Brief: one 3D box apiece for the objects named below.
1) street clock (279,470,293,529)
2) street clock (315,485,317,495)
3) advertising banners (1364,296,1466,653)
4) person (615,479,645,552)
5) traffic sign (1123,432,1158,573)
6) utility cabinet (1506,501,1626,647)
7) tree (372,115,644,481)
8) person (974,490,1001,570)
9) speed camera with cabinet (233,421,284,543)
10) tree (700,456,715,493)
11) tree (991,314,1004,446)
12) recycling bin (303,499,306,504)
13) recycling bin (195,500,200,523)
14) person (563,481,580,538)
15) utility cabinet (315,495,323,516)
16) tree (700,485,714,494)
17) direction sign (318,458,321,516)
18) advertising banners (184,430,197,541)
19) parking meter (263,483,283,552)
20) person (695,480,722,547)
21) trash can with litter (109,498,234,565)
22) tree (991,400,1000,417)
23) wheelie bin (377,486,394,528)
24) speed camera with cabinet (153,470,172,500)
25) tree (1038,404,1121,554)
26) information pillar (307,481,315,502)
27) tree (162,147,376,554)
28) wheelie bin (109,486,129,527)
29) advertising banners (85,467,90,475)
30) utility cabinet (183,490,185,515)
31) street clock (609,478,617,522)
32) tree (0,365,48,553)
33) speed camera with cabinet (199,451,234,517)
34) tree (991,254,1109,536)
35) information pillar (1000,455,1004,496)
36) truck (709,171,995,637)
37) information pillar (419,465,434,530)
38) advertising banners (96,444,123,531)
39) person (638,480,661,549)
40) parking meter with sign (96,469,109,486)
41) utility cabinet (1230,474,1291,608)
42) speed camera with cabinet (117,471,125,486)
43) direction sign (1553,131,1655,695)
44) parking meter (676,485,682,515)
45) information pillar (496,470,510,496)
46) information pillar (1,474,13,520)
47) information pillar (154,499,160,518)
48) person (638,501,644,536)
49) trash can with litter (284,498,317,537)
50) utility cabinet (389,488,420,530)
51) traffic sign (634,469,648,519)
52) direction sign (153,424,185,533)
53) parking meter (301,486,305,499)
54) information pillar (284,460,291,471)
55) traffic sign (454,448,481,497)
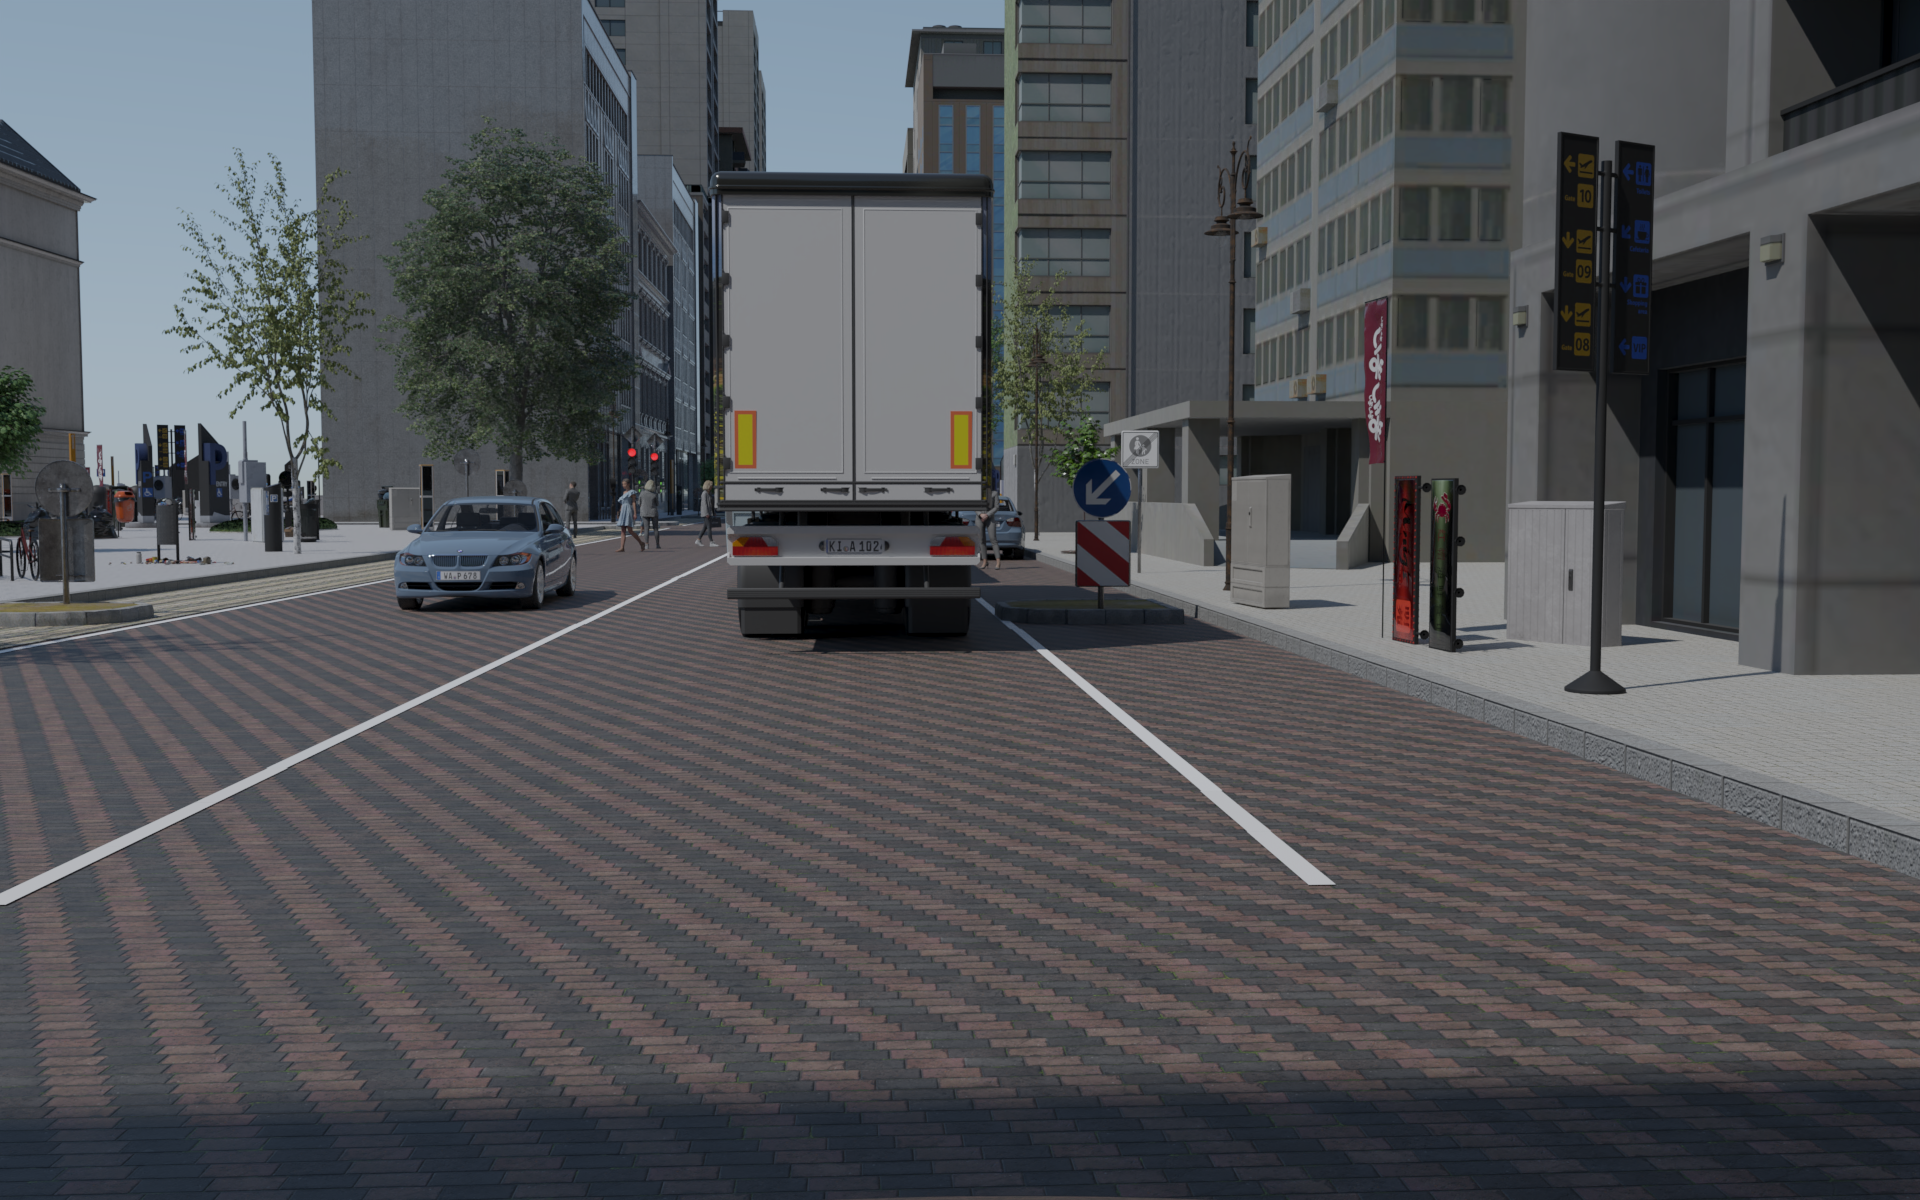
[{"bbox_3d":[-20.627,-2.971,53.152,0.471,2.002,0.358,-1,4,-11],"label":"street clock"},{"bbox_3d":[-53.315,-8.471,143.067,0.358,2.002,0.471,0,4,6],"label":"street clock"},{"bbox_3d":[3.849,-1.141,14.842,0.090,3.025,2.074,-1,4,-8],"label":"advertising banners"},{"bbox_3d":[-8.198,-2.092,42.797,0.778,1.811,0.616,-3,4,-38],"label":"person"},{"bbox_3d":[2.908,-1.585,28.046,0.606,2.300,0.079,0,4,-2],"label":"traffic sign"},{"bbox_3d":[5.205,-0.231,14.941,0.306,1.237,1.020,-2,4,-31],"label":"utility cabinet"},{"bbox_3d":[-15.471,-9.397,60.295,9.857,13.997,8.962,0,3,0],"label":"tree"},{"bbox_3d":[0.511,-1.479,32.963,0.520,1.790,0.573,0,4,-1],"label":"person"},{"bbox_3d":[-18.777,-3.191,46.504,0.660,3.252,2.038,-3,4,-38],"label":"speed camera with cabinet"},{"bbox_3d":[-20.502,-9.824,144.330,4.285,4.588,4.351,0,3,0],"label":"tree"},{"bbox_3d":[-0.135,-10.182,92.236,9.928,11.665,9.643,0,3,0],"label":"tree"},{"bbox_3d":[-37.332,-5.260,98.551,0.722,1.027,0.722,0,4,3],"label":"recycling bin"},{"bbox_3d":[-30.418,-3.517,70.058,0.722,1.027,0.722,1,4,9],"label":"recycling bin"},{"bbox_3d":[-12.630,-2.920,56.044,0.447,1.846,0.655,3,5,43],"label":"person"},{"bbox_3d":[-38.220,-5.624,103.106,1.020,1.237,0.306,-2,4,-24],"label":"utility cabinet"},{"bbox_3d":[-21.281,-9.424,148.688,1.663,3.219,1.824,0,3,0],"label":"tree"},{"bbox_3d":[-30.958,-5.606,83.657,0.379,3.537,0.876,-1,4,-20],"label":"direction sign"},{"bbox_3d":[-21.307,-3.163,47.904,0.090,3.025,2.074,-1,4,-18],"label":"advertising banners"},{"bbox_3d":[-15.294,-1.844,38.554,0.372,1.533,0.369,0,3,0],"label":"parking meter"},{"bbox_3d":[-6.887,-2.365,47.350,0.728,1.800,0.709,1,4,14],"label":"person"},{"bbox_3d":[-14.369,-1.269,31.810,2.233,1.210,1.678,2,4,26],"label":"trash can with litter"},{"bbox_3d":[-1.971,-12.241,117.148,9.611,12.733,9.660,0,3,0],"label":"tree"},{"bbox_3d":[-21.743,-3.543,65.841,0.980,1.594,0.693,2,4,33],"label":"wheelie bin"},{"bbox_3d":[-40.855,-5.690,87.374,2.038,3.252,0.660,1,4,12],"label":"speed camera with cabinet"},{"bbox_3d":[2.766,-2.609,37.261,1.663,3.219,1.824,0,3,0],"label":"tree"},{"bbox_3d":[-35.279,-5.484,94.154,0.304,2.012,0.304,1,4,19],"label":"information pillar"},{"bbox_3d":[-14.313,-5.282,36.730,4.737,8.622,4.395,0,3,0],"label":"tree"},{"bbox_3d":[-32.602,-3.625,67.182,0.980,1.594,0.693,-1,4,-18],"label":"wheelie bin"},{"bbox_3d":[-55.594,-7.077,111.900,2.074,3.025,0.090,-1,4,-17],"label":"advertising banners"},{"bbox_3d":[-46.983,-5.937,105.748,0.318,1.500,1.173,0,4,5],"label":"utility cabinet"},{"bbox_3d":[-15.666,-4.505,78.222,0.358,2.002,0.471,-1,4,-17],"label":"street clock"},{"bbox_3d":[-21.588,-3.303,37.712,4.285,4.588,4.351,0,3,0],"label":"tree"},{"bbox_3d":[-34.047,-5.221,79.705,0.660,3.252,2.038,1,4,22],"label":"speed camera with cabinet"},{"bbox_3d":[2.406,-6.276,52.972,4.737,8.622,4.395,0,3,0],"label":"tree"},{"bbox_3d":[2.529,-6.825,102.938,0.183,3.616,0.504,2,4,26],"label":"information pillar"},{"bbox_3d":[-1.251,-1.946,20.731,2.839,4.237,11.283,0,4,-3],"label":"truck"},{"bbox_3d":[-13.360,-2.380,43.402,0.304,2.012,0.304,-2,4,-25],"label":"information pillar"},{"bbox_3d":[-29.839,-3.948,60.736,2.074,3.025,0.090,3,5,44],"label":"advertising banners"},{"bbox_3d":[-8.145,-2.246,45.408,0.537,1.800,0.526,0,4,7],"label":"person"},{"bbox_3d":[-59.493,-7.597,120.469,0.543,3.016,1.738,-1,4,-12],"label":"parking meter with sign"},{"bbox_3d":[3.412,-0.678,19.767,0.318,1.500,1.173,-1,4,-10],"label":"utility cabinet"},{"bbox_3d":[-70.444,-9.256,145.671,0.660,3.252,2.038,-2,4,-33],"label":"speed camera with cabinet"},{"bbox_3d":[4.122,-1.171,11.137,0.876,3.537,0.379,-2,4,-30],"label":"direction sign"},{"bbox_3d":[-17.211,-6.140,106.097,0.255,1.863,0.399,-2,4,-26],"label":"parking meter"},{"bbox_3d":[-13.926,-2.954,52.783,0.304,2.012,0.304,1,4,16],"label":"information pillar"},{"bbox_3d":[-34.635,-3.576,62.954,0.304,2.012,0.304,-2,4,-35],"label":"information pillar"},{"bbox_3d":[-41.821,-5.232,90.032,0.304,2.012,0.304,0,3,0],"label":"information pillar"},{"bbox_3d":[-10.849,-2.813,59.175,0.352,1.250,0.332,1,4,22],"label":"person"},{"bbox_3d":[-19.649,-2.457,51.554,1.055,1.170,0.624,-1,4,-16],"label":"trash can with litter"},{"bbox_3d":[-19.336,-3.177,60.621,1.173,1.500,0.318,-2,4,-35],"label":"utility cabinet"},{"bbox_3d":[-16.163,-5.353,87.628,0.768,2.556,0.104,0,4,-2],"label":"traffic sign"},{"bbox_3d":[-25.761,-3.955,56.658,0.876,3.537,0.379,-3,5,-39],"label":"direction sign"},{"bbox_3d":[-50.115,-7.712,131.796,0.399,1.863,0.255,1,4,10],"label":"parking meter"},{"bbox_3d":[-44.435,-7.541,114.651,0.504,3.616,0.183,-3,4,-36],"label":"information pillar"},{"bbox_3d":[-13.744,-2.949,48.319,0.768,2.556,0.104,0,4,3],"label":"traffic sign"}]
